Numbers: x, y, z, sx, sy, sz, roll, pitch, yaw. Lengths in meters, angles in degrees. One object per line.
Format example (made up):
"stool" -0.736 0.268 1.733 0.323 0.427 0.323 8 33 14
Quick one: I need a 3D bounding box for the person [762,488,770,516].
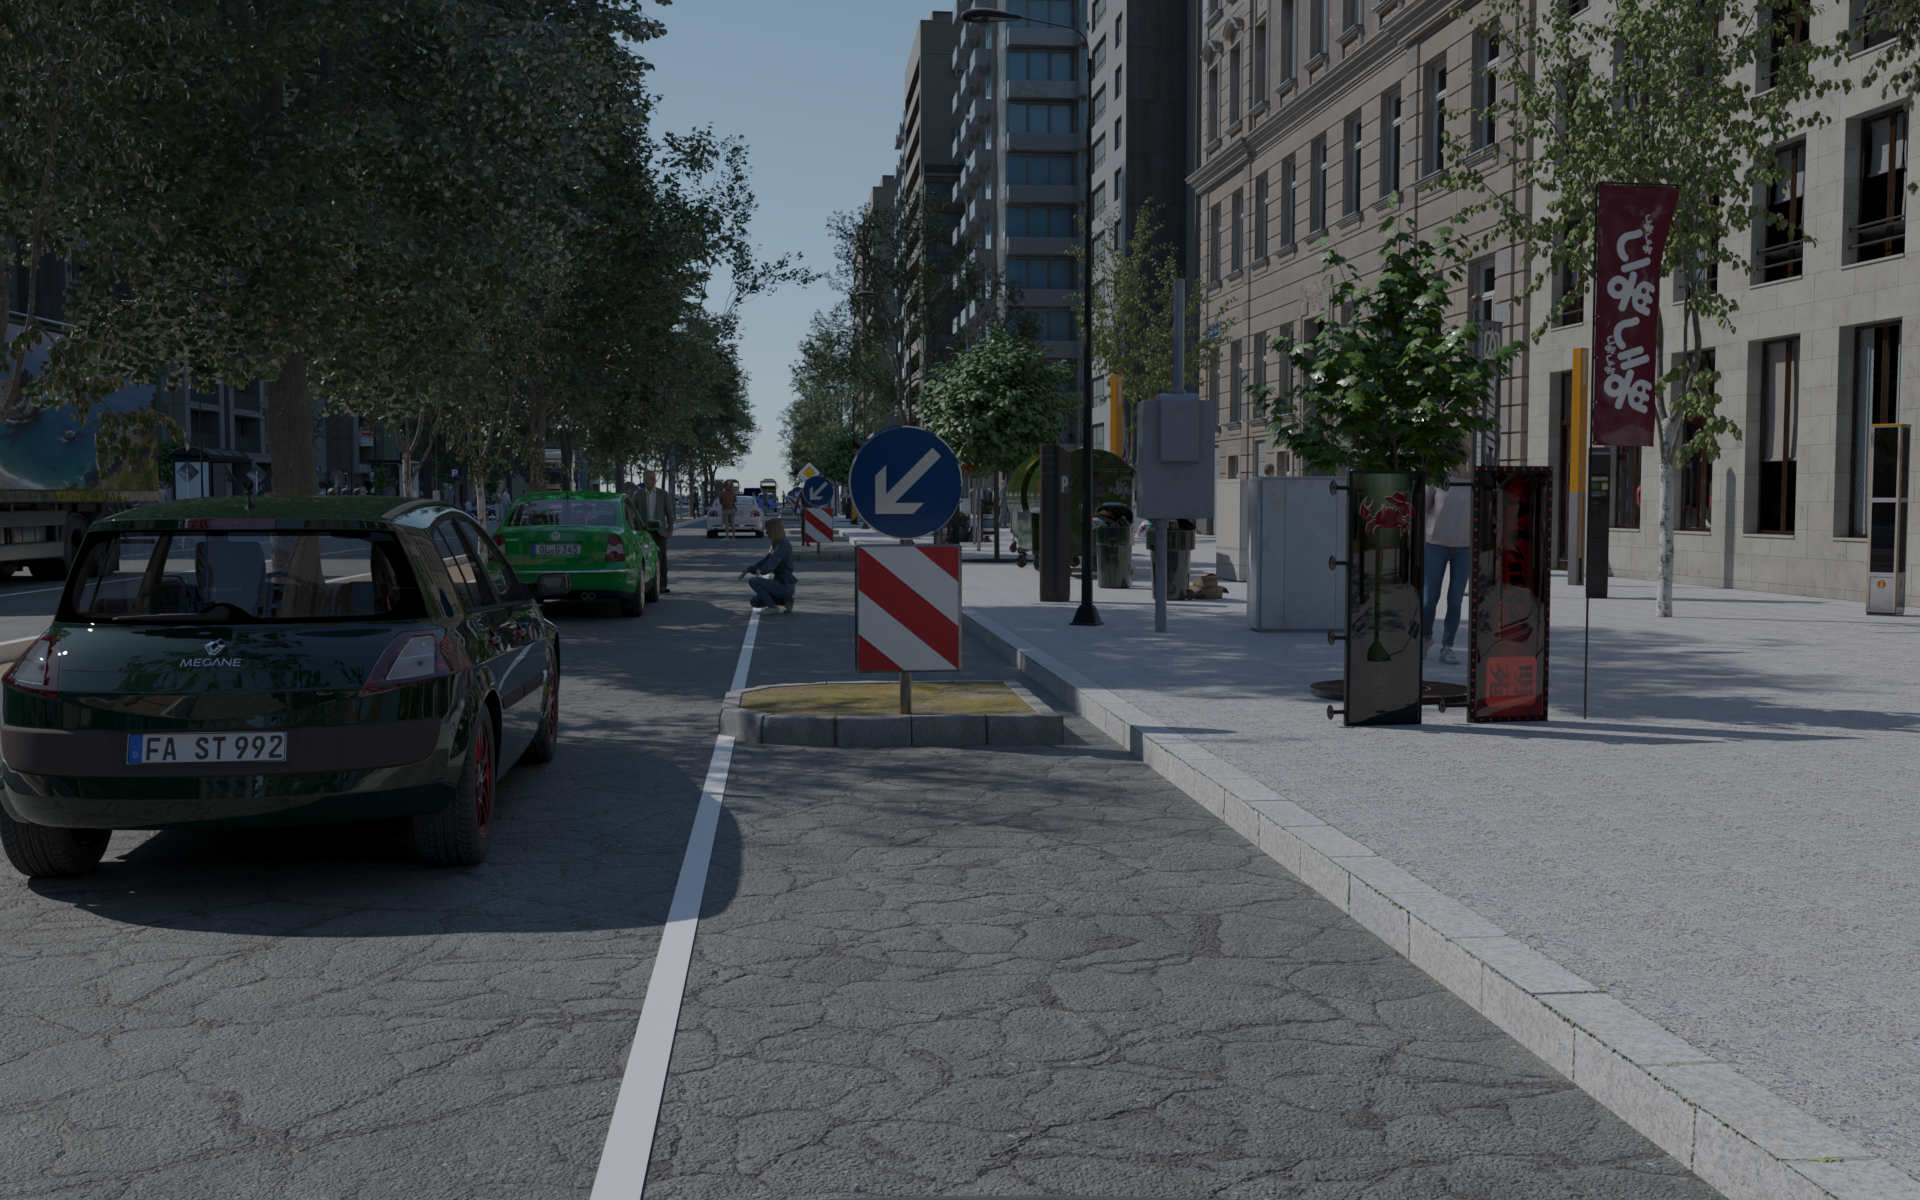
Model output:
"person" -12.984 -6.548 115.682 0.853 1.813 0.709 -3 4 -38

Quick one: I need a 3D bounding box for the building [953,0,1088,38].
"building" 11.269 -31.290 131.199 23.786 49.044 30.456 0 4 -6

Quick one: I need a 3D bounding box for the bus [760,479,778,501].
"bus" -30.335 -17.324 274.789 2.896 3.916 12.252 0 4 -5

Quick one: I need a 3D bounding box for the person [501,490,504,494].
"person" -44.814 -10.037 170.279 0.705 1.807 1.348 1 4 14

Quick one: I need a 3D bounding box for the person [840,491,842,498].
"person" -14.805 -12.723 214.772 0.721 1.735 1.217 -1 4 -9

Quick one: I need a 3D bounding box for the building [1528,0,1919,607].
"building" 15.778 -10.197 21.472 10.420 20.320 16.860 0 4 -6

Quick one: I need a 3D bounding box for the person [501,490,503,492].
"person" -47.818 -10.610 180.316 0.742 1.727 0.445 -2 4 -24

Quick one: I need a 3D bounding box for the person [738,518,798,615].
"person" -2.301 -0.403 20.594 0.738 1.151 1.012 0 4 -3

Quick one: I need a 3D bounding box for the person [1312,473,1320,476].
"person" 3.834 -0.713 17.870 0.590 1.801 0.661 3 5 41

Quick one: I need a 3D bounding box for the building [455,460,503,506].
"building" -58.893 -31.020 190.779 14.154 41.232 14.086 0 4 -6

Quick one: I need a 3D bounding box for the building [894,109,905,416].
"building" 4.102 -35.409 198.538 23.786 49.044 30.456 0 4 -6

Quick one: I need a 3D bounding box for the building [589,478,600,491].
"building" -71.698 -40.499 285.859 21.300 48.544 21.600 0 4 -6

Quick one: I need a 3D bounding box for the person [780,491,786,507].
"person" -19.525 -11.188 191.415 0.705 1.826 1.348 1 4 18

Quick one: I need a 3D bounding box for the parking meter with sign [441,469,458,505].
"parking meter with sign" -35.781 -7.642 121.200 1.738 3.016 0.543 3 5 44

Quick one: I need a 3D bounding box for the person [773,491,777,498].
"person" -23.192 -12.652 215.367 0.705 1.823 1.348 3 5 40

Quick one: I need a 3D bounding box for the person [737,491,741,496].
"person" -23.869 -10.901 187.558 1.217 1.723 0.721 -2 4 -26

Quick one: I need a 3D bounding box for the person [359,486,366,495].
"person" -28.752 -4.563 83.279 0.709 1.800 0.728 3 5 43

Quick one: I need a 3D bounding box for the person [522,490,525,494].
"person" -46.489 -10.850 184.117 0.721 1.739 1.217 -2 4 -25

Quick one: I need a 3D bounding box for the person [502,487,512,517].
"person" -23.486 -4.936 89.423 0.641 1.798 0.478 -3 4 -39

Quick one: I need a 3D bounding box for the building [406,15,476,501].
"building" -63.533 -35.434 168.580 28.713 52.752 27.495 0 4 -6

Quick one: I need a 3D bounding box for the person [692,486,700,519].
"person" -15.260 -5.660 100.400 0.474 1.900 0.648 -3 4 -36

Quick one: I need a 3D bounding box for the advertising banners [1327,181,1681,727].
"advertising banners" 3.055 -0.824 9.666 2.074 3.025 0.090 -1 4 -11

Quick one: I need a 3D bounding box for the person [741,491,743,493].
"person" -24.851 -11.457 196.511 0.721 1.739 1.217 1 4 19

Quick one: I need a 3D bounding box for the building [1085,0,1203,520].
"building" 14.521 -19.450 89.705 14.107 30.474 14.160 0 4 -6

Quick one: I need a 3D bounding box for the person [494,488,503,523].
"person" -23.096 -4.756 86.803 0.362 1.759 0.519 2 4 35

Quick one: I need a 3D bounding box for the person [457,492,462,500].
"person" -47.624 -9.730 165.851 1.217 1.743 0.721 -3 5 -42

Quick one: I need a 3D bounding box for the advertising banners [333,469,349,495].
"advertising banners" -44.855 -7.900 125.348 0.090 3.025 2.074 0 4 7

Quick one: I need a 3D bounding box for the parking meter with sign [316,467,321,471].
"parking meter with sign" -41.465 -6.988 110.515 0.543 3.016 1.738 1 4 11

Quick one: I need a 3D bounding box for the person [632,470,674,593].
"person" -4.424 -0.981 24.939 0.661 1.777 0.834 -1 4 -22

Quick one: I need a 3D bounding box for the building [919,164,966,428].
"building" 3.218 -23.443 154.994 14.160 30.474 14.107 0 4 -6

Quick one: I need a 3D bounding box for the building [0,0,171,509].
"building" -47.709 -19.012 82.540 14.160 30.474 14.107 0 4 -6

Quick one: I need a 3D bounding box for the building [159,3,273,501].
"building" -53.065 -40.853 106.199 20.563 71.187 20.611 0 4 -6

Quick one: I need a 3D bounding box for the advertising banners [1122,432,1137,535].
"advertising banners" 4.911 -3.286 49.907 0.090 3.025 2.074 1 4 12

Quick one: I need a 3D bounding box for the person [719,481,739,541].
"person" -7.015 -2.702 52.653 0.573 1.828 0.580 1 4 12

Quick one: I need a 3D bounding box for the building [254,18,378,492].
"building" -52.029 -27.465 132.646 14.154 41.232 14.086 0 4 -6

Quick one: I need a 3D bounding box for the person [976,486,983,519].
"person" 1.014 -5.182 90.998 0.478 1.798 0.641 3 5 42

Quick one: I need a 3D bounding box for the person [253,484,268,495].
"person" -26.115 -3.436 64.928 0.600 1.795 0.529 2 4 25

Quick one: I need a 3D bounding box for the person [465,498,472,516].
"person" -23.817 -4.326 83.921 0.332 1.250 0.352 0 4 -4

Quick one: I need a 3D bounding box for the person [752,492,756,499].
"person" -14.443 -6.790 121.322 0.330 1.601 0.589 1 4 9

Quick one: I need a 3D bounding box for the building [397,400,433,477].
"building" -54.230 -23.096 149.328 14.160 30.474 14.107 0 4 -6

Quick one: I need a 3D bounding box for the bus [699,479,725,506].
"bus" -29.472 -12.989 207.229 2.948 3.499 13.247 0 4 -6

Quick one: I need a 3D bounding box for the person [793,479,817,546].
"person" -4.238 -2.414 47.739 0.659 1.850 0.755 0 4 -1

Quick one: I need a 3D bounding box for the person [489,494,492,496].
"person" -44.275 -9.602 163.054 0.705 1.822 1.348 0 4 -6

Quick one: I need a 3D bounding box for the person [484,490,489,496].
"person" -45.616 -9.777 165.981 1.350 1.814 0.705 -1 4 -10

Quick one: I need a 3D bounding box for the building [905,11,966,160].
"building" 5.879 -33.573 172.621 21.300 48.544 21.600 0 4 -6

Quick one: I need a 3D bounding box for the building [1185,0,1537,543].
"building" 14.316 -15.009 42.657 12.463 27.353 25.104 0 4 -6

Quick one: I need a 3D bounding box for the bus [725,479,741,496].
"bus" -36.979 -17.661 280.301 2.896 3.916 12.252 0 4 -7
